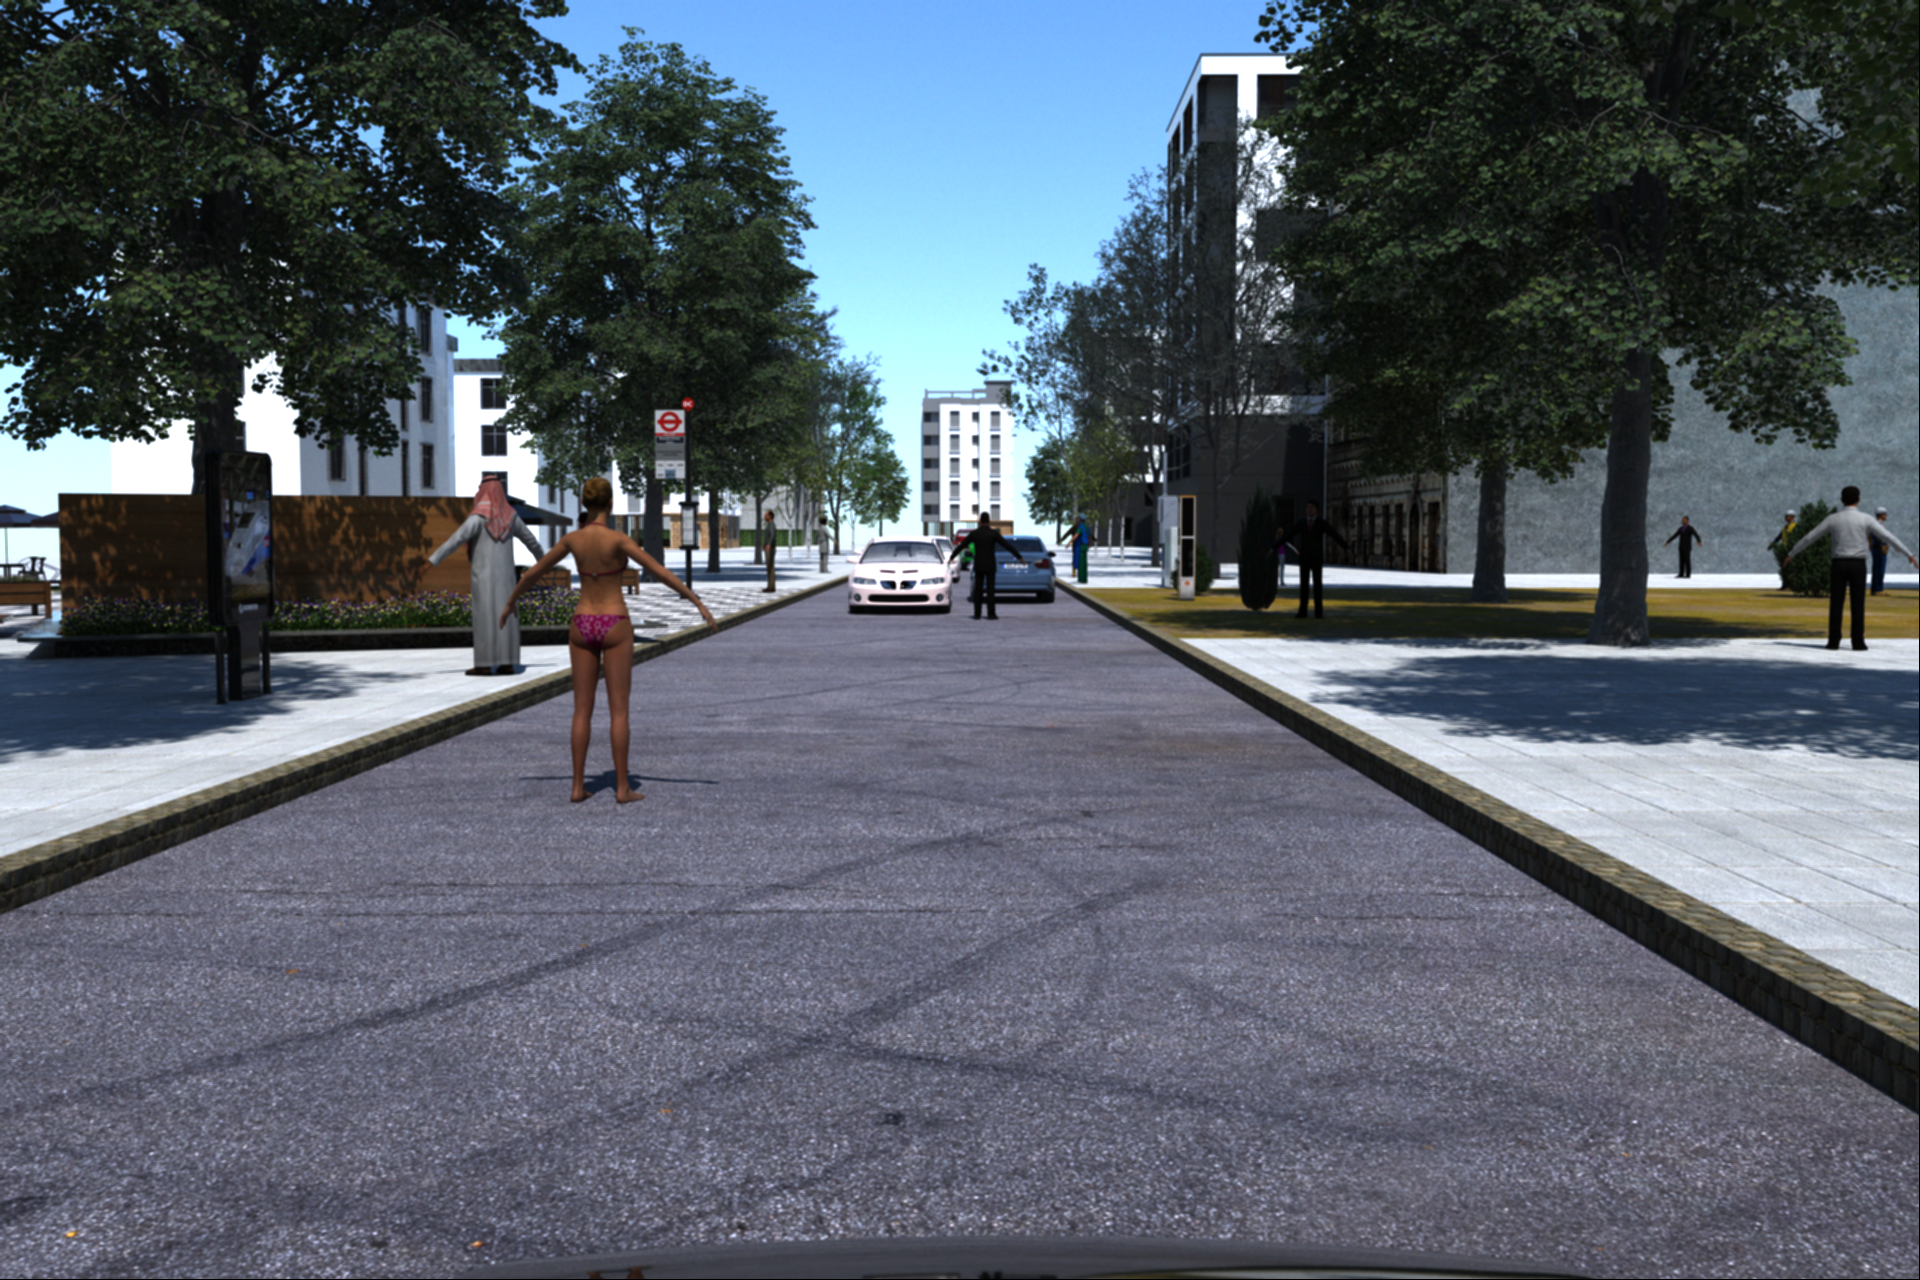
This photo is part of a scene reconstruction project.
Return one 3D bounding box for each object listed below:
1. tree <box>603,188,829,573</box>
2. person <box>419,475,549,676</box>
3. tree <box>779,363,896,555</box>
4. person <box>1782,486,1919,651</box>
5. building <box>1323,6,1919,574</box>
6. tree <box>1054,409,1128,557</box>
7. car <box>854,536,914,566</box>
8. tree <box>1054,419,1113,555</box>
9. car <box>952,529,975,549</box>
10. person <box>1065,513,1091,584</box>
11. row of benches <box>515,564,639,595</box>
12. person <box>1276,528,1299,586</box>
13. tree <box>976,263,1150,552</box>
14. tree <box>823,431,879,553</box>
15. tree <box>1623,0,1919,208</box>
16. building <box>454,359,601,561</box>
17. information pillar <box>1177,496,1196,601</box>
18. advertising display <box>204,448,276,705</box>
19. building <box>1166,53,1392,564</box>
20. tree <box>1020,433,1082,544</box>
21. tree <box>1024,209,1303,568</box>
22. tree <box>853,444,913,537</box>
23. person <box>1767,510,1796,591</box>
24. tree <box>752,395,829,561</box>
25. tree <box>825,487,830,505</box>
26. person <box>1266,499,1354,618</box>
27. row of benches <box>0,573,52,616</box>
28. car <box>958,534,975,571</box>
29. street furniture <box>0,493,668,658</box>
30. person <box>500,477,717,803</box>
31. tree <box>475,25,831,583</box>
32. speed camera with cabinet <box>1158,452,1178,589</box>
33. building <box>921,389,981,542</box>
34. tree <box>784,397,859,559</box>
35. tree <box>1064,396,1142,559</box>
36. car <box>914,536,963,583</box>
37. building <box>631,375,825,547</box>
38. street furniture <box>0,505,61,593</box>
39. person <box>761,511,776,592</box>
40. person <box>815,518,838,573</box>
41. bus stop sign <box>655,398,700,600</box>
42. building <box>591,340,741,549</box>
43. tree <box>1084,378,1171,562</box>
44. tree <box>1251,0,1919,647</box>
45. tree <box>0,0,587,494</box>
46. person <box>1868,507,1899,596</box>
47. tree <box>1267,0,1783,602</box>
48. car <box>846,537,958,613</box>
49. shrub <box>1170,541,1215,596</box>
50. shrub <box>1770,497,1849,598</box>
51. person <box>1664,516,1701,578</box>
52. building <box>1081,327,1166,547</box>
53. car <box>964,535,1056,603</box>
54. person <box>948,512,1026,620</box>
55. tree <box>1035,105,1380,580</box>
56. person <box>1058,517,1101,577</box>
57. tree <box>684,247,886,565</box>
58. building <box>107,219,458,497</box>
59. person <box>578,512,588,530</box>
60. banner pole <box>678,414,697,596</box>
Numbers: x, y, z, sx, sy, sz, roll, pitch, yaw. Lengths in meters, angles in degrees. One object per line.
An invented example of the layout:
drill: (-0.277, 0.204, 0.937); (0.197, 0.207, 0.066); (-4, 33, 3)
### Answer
tree: (-8.086, -8.521, 57.439); (7.486, 12.596, 7.792); (0, 3, 0)
person: (-4.271, -0.589, 15.771); (0.704, 1.811, 1.347); (3, 5, 42)
tree: (-7.608, -10.942, 104.664); (9.928, 11.665, 9.643); (0, 3, 0)
person: (9.830, -0.795, 19.158); (1.344, 1.810, 0.704); (2, 4, 32)
building: (24.735, -14.245, 63.841); (19.493, 23.208, 18.063); (0, 3, 0)
tree: (7.558, -8.976, 97.128); (4.737, 8.622, 4.395); (0, 3, 0)
car: (-1.821, -2.129, 47.170); (2.083, 1.381, 4.827); (0, 4, 0)
tree: (7.722, -9.479, 105.348); (4.360, 8.622, 3.978); (0, 3, 0)
car: (0.543, -6.942, 122.168); (2.281, 1.827, 5.304); (0, 4, 1)
person: (3.098, -2.346, 44.476); (0.704, 1.817, 1.347); (2, 4, 30)
row of benches: (-8.738, -1.247, 35.858); (4.104, 0.672, 1.422); (-2, 4, -26)
person: (7.962, -2.064, 43.005); (0.991, 1.433, 0.599); (3, 5, 41)
tree: (7.460, -16.216, 121.028); (12.611, 20.169, 13.585); (0, 3, 0)
tree: (-7.389, -10.285, 118.527); (4.737, 8.622, 4.395); (0, 3, 0)
tree: (7.026, -5.530, 8.535); (7.486, 12.596, 7.792); (0, 3, 0)
building: (-24.622, -9.471, 97.003); (9.099, 9.664, 28.070); (0, 4, 0)
information pillar: (4.363, -1.766, 33.371); (0.304, 2.012, 0.304); (0, 4, -1)
advertising display: (-5.573, -0.503, 13.442); (0.123, 1.923, 0.974); (0, 4, 0)
building: (24.403, -15.055, 90.128); (27.936, 21.610, 32.646); (0, 4, 1)
tree: (12.482, -18.962, 216.683); (9.857, 13.997, 8.962); (0, 3, 0)
tree: (7.428, -9.530, 66.190); (12.009, 13.543, 11.850); (0, 3, 0)
tree: (-9.489, -18.250, 216.522); (7.486, 12.596, 7.792); (0, 3, 0)
person: (18.695, -2.027, 39.104); (0.705, 1.833, 1.349); (0, 4, -4)
tree: (-8.112, -8.082, 82.511); (4.360, 8.622, 3.978); (0, 3, 0)
tree: (-19.711, -17.634, 214.078); (9.928, 11.665, 9.643); (0, 3, 0)
person: (5.349, -1.237, 26.408); (1.347, 1.806, 0.705); (2, 4, 26)
row of benches: (-15.729, -0.642, 25.958); (1.422, 0.672, 4.104); (3, 5, 42)
car: (0.909, -3.703, 69.334); (1.959, 1.807, 4.718); (0, 4, 0)
street furniture: (-7.144, -0.877, 21.202); (11.010, 1.723, 9.812); (-2, 4, -25)
person: (-1.907, -0.004, 9.320); (1.217, 1.733, 0.721); (1, 4, 8)
tree: (-8.052, -8.491, 45.488); (9.857, 13.997, 8.962); (0, 3, 0)
speed camera with cabinet: (5.168, -2.876, 41.356); (0.660, 3.252, 2.038); (0, 4, -1)
building: (-4.560, -21.969, 218.076); (11.380, 20.090, 16.016); (1, 4, 10)
tree: (-7.574, -8.456, 88.621); (4.737, 8.622, 4.395); (0, 3, 0)
tree: (7.522, -8.408, 87.838); (4.737, 8.622, 4.395); (0, 3, 0)
car: (-0.938, -2.449, 52.397); (2.083, 1.381, 4.827); (0, 4, 1)
building: (-24.867, -19.889, 191.636); (16.747, 18.905, 31.486); (0, 4, 1)
street furniture: (-32.863, -1.962, 37.109); (27.439, 1.986, 14.083); (1, 4, 8)
person: (-4.230, -1.960, 38.314); (0.705, 1.796, 1.348); (-1, 4, -10)
person: (-4.444, -3.105, 56.945); (0.705, 1.806, 1.347); (-3, 4, -36)
bus stop sign: (-5.540, -2.769, 33.984); (0.855, 3.939, 0.416); (0, 4, 0)
building: (-25.578, -17.911, 149.267); (16.016, 20.090, 11.380); (0, 3, 0)
tree: (7.278, -7.828, 78.350); (4.360, 8.622, 3.978); (0, 3, 0)
tree: (7.701, -6.920, 19.794); (9.857, 13.997, 8.962); (0, 3, 0)
tree: (-8.765, -6.926, 19.899); (9.857, 13.997, 8.962); (0, 3, 0)
person: (19.134, -1.843, 35.988); (0.705, 1.847, 1.347); (0, 4, 6)
tree: (10.006, -7.700, 32.543); (9.857, 13.997, 8.962); (0, 3, 0)
car: (-1.082, -1.256, 32.892); (2.083, 1.381, 4.827); (0, 4, 0)
shrub: (4.838, -1.524, 36.028); (1.383, 1.207, 1.383); (0, 3, 0)
shrub: (17.351, -1.874, 35.065); (1.690, 2.028, 1.600); (0, 3, 0)
person: (21.152, -2.713, 50.581); (0.704, 1.802, 1.346); (-2, 4, -24)
building: (26.968, -21.010, 187.489); (27.936, 21.610, 32.646); (0, 4, 1)
car: (1.103, -1.557, 37.456); (2.014, 1.417, 4.499); (0, 4, 0)
person: (0.426, -1.246, 29.050); (1.346, 1.802, 0.704); (1, 4, 14)
tree: (7.405, -8.481, 49.030); (12.009, 13.543, 11.850); (0, 3, 0)
person: (3.533, -2.775, 51.504); (1.346, 1.812, 0.704); (-1, 4, -16)
tree: (-8.268, -9.867, 71.691); (12.009, 13.543, 11.850); (0, 3, 0)
building: (-22.201, -7.225, 60.275); (9.099, 9.664, 28.070); (0, 4, 0)
person: (-9.051, -2.192, 41.981); (0.704, 1.843, 1.345); (-1, 4, -21)
banner pole: (-5.669, -2.824, 36.189); (0.401, 3.779, 0.863); (0, 3, 0)
